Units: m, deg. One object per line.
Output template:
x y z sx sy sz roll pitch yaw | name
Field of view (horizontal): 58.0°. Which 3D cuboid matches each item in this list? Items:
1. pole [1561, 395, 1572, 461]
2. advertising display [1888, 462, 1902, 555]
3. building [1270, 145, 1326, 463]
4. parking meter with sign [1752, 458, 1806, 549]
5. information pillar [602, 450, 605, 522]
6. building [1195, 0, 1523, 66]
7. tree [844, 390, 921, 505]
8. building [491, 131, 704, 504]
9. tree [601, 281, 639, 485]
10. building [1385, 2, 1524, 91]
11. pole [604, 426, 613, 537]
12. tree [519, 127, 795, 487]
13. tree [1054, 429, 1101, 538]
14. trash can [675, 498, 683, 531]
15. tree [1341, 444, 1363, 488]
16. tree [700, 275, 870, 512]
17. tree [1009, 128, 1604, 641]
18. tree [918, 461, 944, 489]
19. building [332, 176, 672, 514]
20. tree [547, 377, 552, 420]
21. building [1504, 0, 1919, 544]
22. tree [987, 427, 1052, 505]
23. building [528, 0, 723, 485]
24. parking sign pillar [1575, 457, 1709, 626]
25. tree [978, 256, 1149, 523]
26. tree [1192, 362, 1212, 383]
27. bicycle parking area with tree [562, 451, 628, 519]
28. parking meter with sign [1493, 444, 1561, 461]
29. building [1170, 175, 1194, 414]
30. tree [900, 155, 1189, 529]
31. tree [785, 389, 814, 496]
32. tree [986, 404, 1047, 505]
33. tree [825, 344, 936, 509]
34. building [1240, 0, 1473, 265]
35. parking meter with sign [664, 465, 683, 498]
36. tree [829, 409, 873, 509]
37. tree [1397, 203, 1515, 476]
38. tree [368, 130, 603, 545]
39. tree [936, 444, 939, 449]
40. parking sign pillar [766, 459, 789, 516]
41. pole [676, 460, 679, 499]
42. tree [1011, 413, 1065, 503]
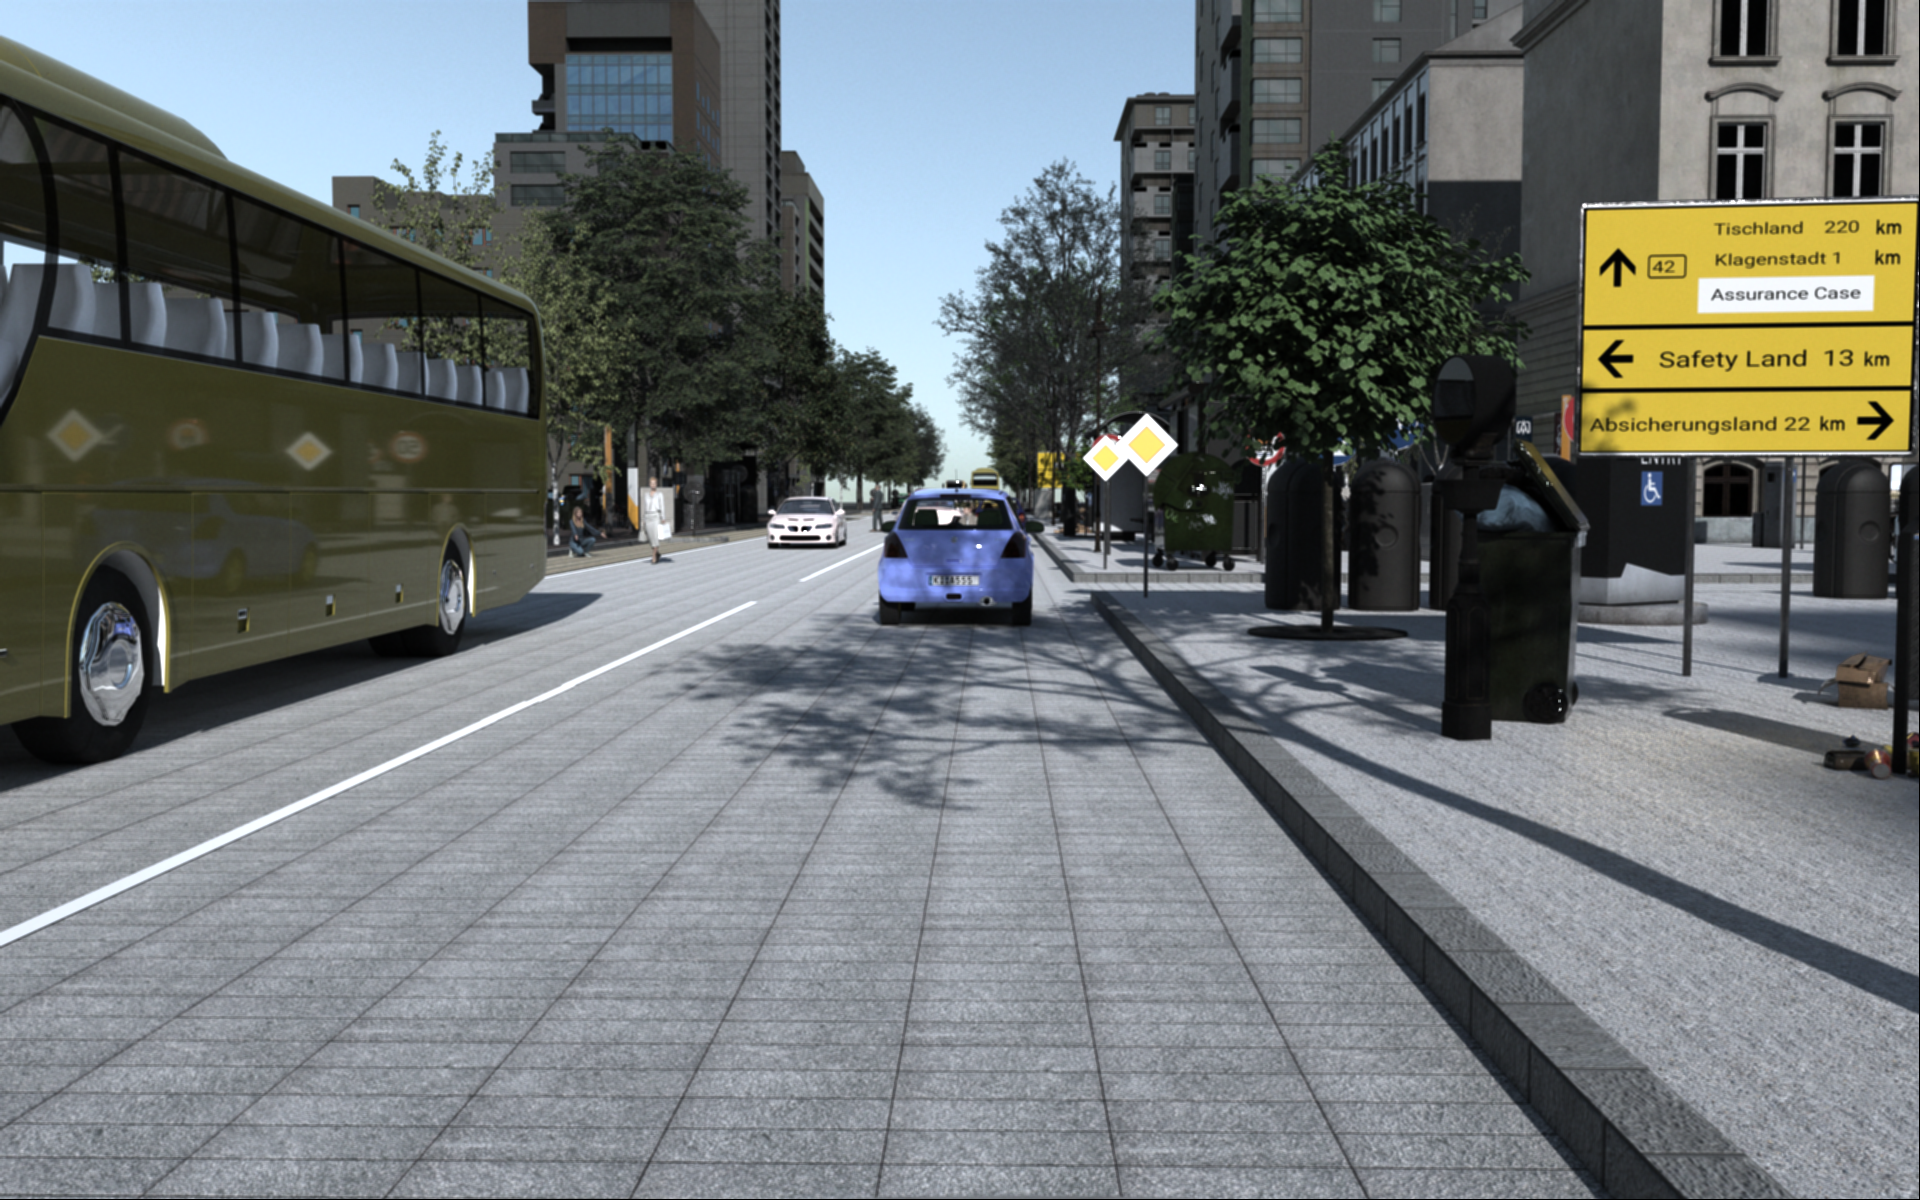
12.487 -2.562 35.739 0.158 3.312 0.155 0 3 0 | pole
19.383 -1.833 35.178 0.974 1.923 0.123 1 4 21 | advertising display
22.922 -15.048 95.187 9.793 20.994 18.267 0 4 1 | building
19.434 -2.735 40.977 0.543 3.016 1.738 -1 4 -9 | parking meter with sign
-16.276 -5.370 79.152 0.183 3.616 0.504 -1 4 -15 | information pillar
33.475 -33.533 137.506 28.713 52.752 27.495 0 4 1 | building
-8.441 -17.033 196.613 7.486 12.596 7.792 0 3 0 | tree
-29.183 -22.623 141.592 14.160 30.474 14.107 0 4 1 | building
-10.129 -5.686 43.334 4.737 8.622 4.395 0 3 0 | tree
23.132 -13.932 76.946 9.793 20.994 18.267 0 4 1 | building
-10.495 -3.538 51.682 0.158 3.312 0.155 0 3 0 | pole
-10.837 -9.472 61.525 9.857 13.997 8.962 0 3 0 | tree
3.714 -3.472 51.364 1.663 3.219 1.824 0 3 0 | tree
-9.938 -2.946 59.825 0.748 1.137 0.748 0 3 0 | trash can
14.174 -6.849 62.344 4.737 8.622 4.395 0 3 0 | tree
-9.252 -10.629 90.791 9.611 12.733 9.660 0 3 0 | tree
3.315 -1.961 15.784 4.285 4.588 4.351 0 3 0 | tree
-6.237 -20.210 264.846 8.767 10.594 7.601 -2 4 -34 | tree
-36.487 -16.814 119.951 27.650 21.520 28.899 0 4 1 | building
-19.232 -7.565 74.044 4.360 8.622 3.978 0 3 0 | tree
34.862 -14.059 48.955 34.723 24.649 14.460 0 4 1 | building
7.797 -17.750 207.222 9.611 12.733 9.660 0 3 0 | tree
-29.419 -30.937 155.922 14.600 45.320 14.200 0 4 1 | building
6.812 -1.773 17.466 1.447 3.967 1.447 -2 4 -33 | parking sign pillar
4.567 -9.244 76.895 9.928 11.665 9.643 0 3 0 | tree
12.097 -7.627 75.064 4.737 8.622 4.395 0 3 0 | tree
-22.684 -6.836 98.765 9.016 4.147 8.231 3 5 43 | bicycle parking area with tree
10.824 -2.207 32.345 1.738 3.016 0.543 0 4 7 | parking meter with sign
26.179 -23.694 159.104 14.160 30.474 14.107 0 4 1 | building
4.062 -9.389 63.882 12.009 13.543 11.850 0 3 0 | tree
-9.902 -9.978 113.499 4.737 8.622 4.395 0 3 0 | tree
6.347 -16.729 191.645 7.486 12.596 7.792 0 3 0 | tree
-8.472 -14.756 147.913 9.857 13.997 8.962 0 3 0 | tree
25.779 -26.524 117.262 14.154 41.232 14.086 0 4 1 | building
-16.931 -6.620 104.505 1.738 3.016 0.543 -2 4 -25 | parking meter with sign
-8.925 -11.202 133.509 4.360 8.622 3.978 0 3 0 | tree
12.297 -5.761 44.562 4.360 8.622 3.978 0 3 0 | tree
-10.598 -5.252 36.227 4.737 8.622 4.395 0 3 0 | tree
-7.196 -20.707 245.211 9.857 13.997 8.962 0 3 0 | tree
-10.802 -6.989 102.736 1.447 3.967 1.447 2 4 30 | parking sign pillar
-16.774 -6.675 102.972 0.158 3.312 0.155 0 3 0 | pole
6.527 -11.781 142.981 4.737 8.622 4.395 0 3 0 | tree
